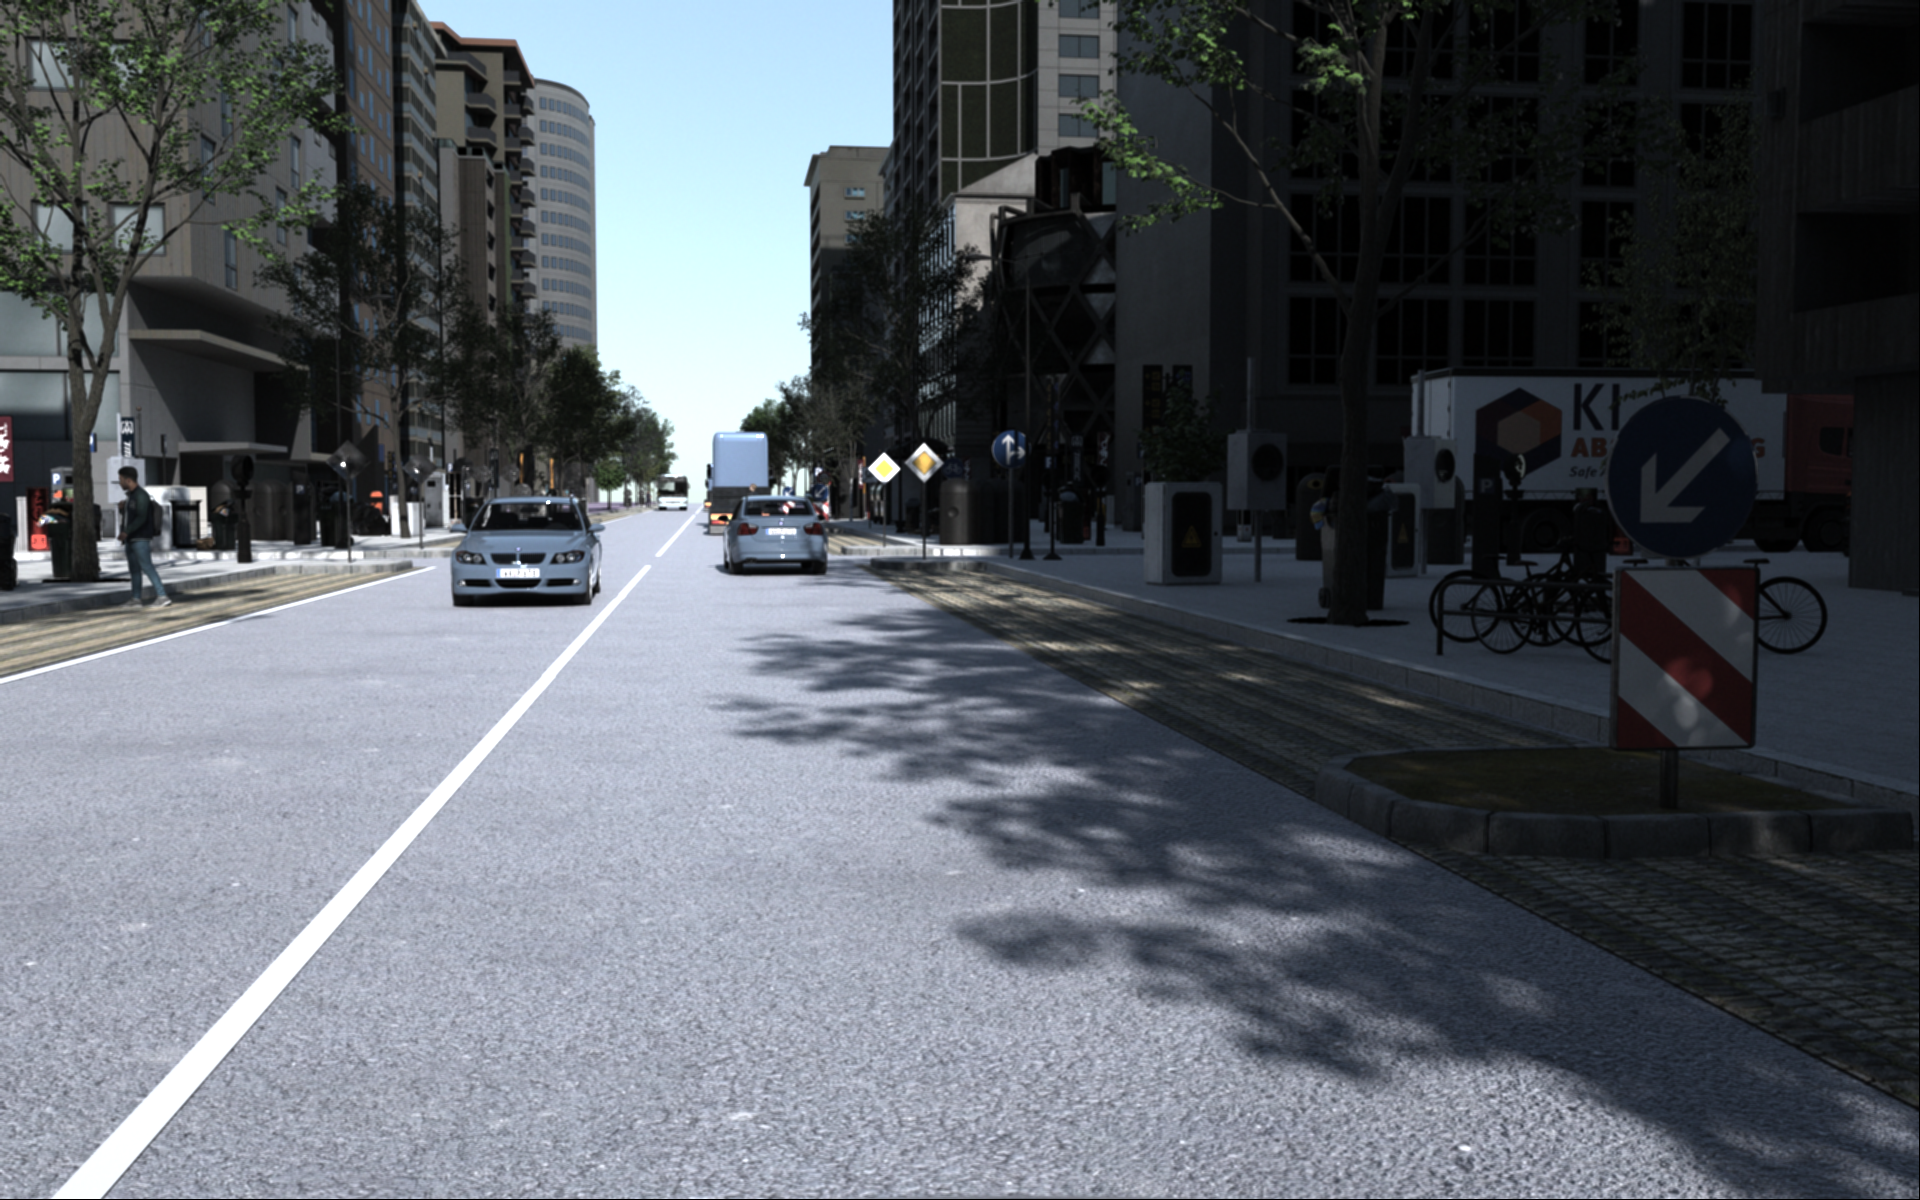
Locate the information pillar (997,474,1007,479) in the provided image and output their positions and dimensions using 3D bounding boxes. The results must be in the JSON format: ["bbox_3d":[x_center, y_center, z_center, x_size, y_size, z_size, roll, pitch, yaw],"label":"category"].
[{"bbox_3d":[1.568,-3.677,64.617,0.304,2.012,0.304,-1,4,-13],"label":"information pillar"}]

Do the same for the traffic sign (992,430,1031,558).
[{"bbox_3d":[1.025,-2.112,34.644,0.768,2.556,0.104,0,4,-3],"label":"traffic sign"}]

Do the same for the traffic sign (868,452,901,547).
[{"bbox_3d":[-1.824,-2.326,41.669,0.795,2.450,0.064,0,4,-8],"label":"traffic sign"}]

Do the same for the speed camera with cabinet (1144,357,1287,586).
[{"bbox_3d":[3.657,-1.859,24.723,2.038,3.252,0.660,-2,4,-23],"label":"speed camera with cabinet"}]

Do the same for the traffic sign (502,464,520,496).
[{"bbox_3d":[-19.016,-4.480,73.353,0.768,2.556,0.104,0,4,-4],"label":"traffic sign"}]

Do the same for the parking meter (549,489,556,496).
[{"bbox_3d":[-21.764,-5.140,92.449,0.372,1.533,0.369,0,3,0],"label":"parking meter"}]

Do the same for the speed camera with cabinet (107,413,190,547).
[{"bbox_3d":[-19.856,-2.939,42.387,2.038,3.252,0.660,1,4,19],"label":"speed camera with cabinet"}]

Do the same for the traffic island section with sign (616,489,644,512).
[{"bbox_3d":[-26.581,-7.970,138.929,1.989,1.847,2.006,0,4,-8],"label":"traffic island section with sign"}]

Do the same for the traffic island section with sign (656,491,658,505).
[{"bbox_3d":[-37.973,-12.870,219.056,1.989,1.847,2.006,0,4,-8],"label":"traffic island section with sign"}]

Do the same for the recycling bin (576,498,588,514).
[{"bbox_3d":[-24.546,-6.093,112.176,0.722,1.027,0.722,1,4,10],"label":"recycling bin"}]

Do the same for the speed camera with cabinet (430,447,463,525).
[{"bbox_3d":[-21.488,-4.766,72.258,2.038,3.252,0.660,3,5,42],"label":"speed camera with cabinet"}]

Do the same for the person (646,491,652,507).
[{"bbox_3d":[-31.885,-10.325,177.754,0.568,1.767,0.683,1,4,19],"label":"person"}]

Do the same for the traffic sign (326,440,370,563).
[{"bbox_3d":[-11.390,-1.751,32.270,0.795,2.450,0.064,0,4,-8],"label":"traffic sign"}]

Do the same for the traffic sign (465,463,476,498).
[{"bbox_3d":[-18.111,-3.872,63.421,0.768,2.556,0.104,0,4,2],"label":"traffic sign"}]

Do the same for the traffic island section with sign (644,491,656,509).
[{"bbox_3d":[-30.435,-9.625,165.988,1.989,1.847,2.006,0,4,-8],"label":"traffic island section with sign"}]

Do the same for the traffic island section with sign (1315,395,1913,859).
[{"bbox_3d":[2.695,0.055,7.728,1.989,1.847,2.006,0,4,-8],"label":"traffic island section with sign"}]

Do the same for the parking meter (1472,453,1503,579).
[{"bbox_3d":[7.523,-1.161,24.699,0.399,1.863,0.255,1,4,21],"label":"parking meter"}]

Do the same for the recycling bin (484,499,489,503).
[{"bbox_3d":[-23.482,-4.545,86.859,0.722,1.027,0.722,-3,5,-40],"label":"recycling bin"}]

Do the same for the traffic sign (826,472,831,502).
[{"bbox_3d":[-7.748,-6.149,100.634,0.768,2.556,0.104,0,4,-6],"label":"traffic sign"}]

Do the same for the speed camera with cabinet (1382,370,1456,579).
[{"bbox_3d":[6.982,-1.999,27.027,2.038,3.252,0.660,-3,5,-45],"label":"speed camera with cabinet"}]

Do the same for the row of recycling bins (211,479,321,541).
[{"bbox_3d":[-19.299,-2.497,47.940,3.534,1.692,1.069,2,4,24],"label":"row of recycling bins"}]

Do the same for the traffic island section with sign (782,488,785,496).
[{"bbox_3d":[-9.123,-5.036,90.962,1.989,1.847,2.006,0,4,-8],"label":"traffic island section with sign"}]

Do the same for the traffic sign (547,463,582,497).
[{"bbox_3d":[-25.891,-7.305,113.316,2.265,3.308,0.079,0,4,-3],"label":"traffic sign"}]

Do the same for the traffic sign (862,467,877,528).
[{"bbox_3d":[-3.370,-3.831,64.772,0.606,2.300,0.079,0,4,-1],"label":"traffic sign"}]

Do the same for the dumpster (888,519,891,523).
[{"bbox_3d":[-2.825,-4.570,77.219,1.502,2.255,1.985,0,4,-8],"label":"dumpster"}]

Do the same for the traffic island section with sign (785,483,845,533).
[{"bbox_3d":[-5.346,-3.403,64.271,1.989,1.847,2.006,0,4,-8],"label":"traffic island section with sign"}]

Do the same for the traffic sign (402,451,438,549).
[{"bbox_3d":[-12.514,-2.234,40.175,0.795,2.450,0.064,0,4,-8],"label":"traffic sign"}]

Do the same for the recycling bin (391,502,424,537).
[{"bbox_3d":[-16.655,-2.425,52.208,0.722,1.027,0.722,1,4,13],"label":"recycling bin"}]

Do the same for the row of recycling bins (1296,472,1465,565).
[{"bbox_3d":[7.916,-1.569,32.769,1.069,1.692,3.534,-3,5,-45],"label":"row of recycling bins"}]

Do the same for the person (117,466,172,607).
[{"bbox_3d":[-10.380,-0.796,21.855,0.623,1.781,0.721,3,4,38],"label":"person"}]

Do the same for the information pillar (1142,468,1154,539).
[{"bbox_3d":[5.323,-2.726,49.056,0.304,2.012,0.304,1,4,16],"label":"information pillar"}]

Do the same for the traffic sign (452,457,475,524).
[{"bbox_3d":[-17.281,-3.681,60.298,0.768,2.556,0.104,0,4,-3],"label":"traffic sign"}]

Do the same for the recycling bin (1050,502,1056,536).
[{"bbox_3d":[3.207,-2.459,52.753,0.722,1.027,0.722,-2,4,-30],"label":"recycling bin"}]

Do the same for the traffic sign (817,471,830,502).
[{"bbox_3d":[-7.507,-5.845,95.669,0.768,2.556,0.104,0,4,0],"label":"traffic sign"}]

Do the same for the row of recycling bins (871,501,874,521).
[{"bbox_3d":[-2.714,-4.732,84.475,3.534,1.692,1.069,-1,4,-20],"label":"row of recycling bins"}]

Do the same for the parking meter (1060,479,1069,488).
[{"bbox_3d":[4.207,-3.887,69.266,0.399,1.863,0.255,-3,5,-43],"label":"parking meter"}]

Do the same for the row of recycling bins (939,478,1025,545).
[{"bbox_3d":[0.662,-2.305,44.795,1.069,1.692,3.534,2,4,32],"label":"row of recycling bins"}]

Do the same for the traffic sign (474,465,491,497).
[{"bbox_3d":[-20.895,-4.630,75.802,0.768,2.556,0.104,0,4,-6],"label":"traffic sign"}]

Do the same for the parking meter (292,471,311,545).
[{"bbox_3d":[-16.567,-2.319,43.625,0.399,1.863,0.255,0,4,-4],"label":"parking meter"}]

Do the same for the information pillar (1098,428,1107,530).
[{"bbox_3d":[5.074,-4.316,61.919,0.183,3.616,0.504,-2,4,-25],"label":"information pillar"}]

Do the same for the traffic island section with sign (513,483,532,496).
[{"bbox_3d":[-15.677,-3.278,62.216,1.989,1.847,2.006,0,4,-8],"label":"traffic island section with sign"}]

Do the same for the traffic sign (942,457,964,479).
[{"bbox_3d":[-0.240,-3.668,60.078,0.768,2.556,0.104,0,4,1],"label":"traffic sign"}]

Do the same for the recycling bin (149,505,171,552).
[{"bbox_3d":[-18.116,-1.610,38.884,0.722,1.027,0.722,-2,4,-24],"label":"recycling bin"}]

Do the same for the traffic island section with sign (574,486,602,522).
[{"bbox_3d":[-19.515,-4.932,89.263,1.989,1.847,2.006,0,4,-8],"label":"traffic island section with sign"}]

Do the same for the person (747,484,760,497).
[{"bbox_3d":[-6.887,-3.016,58.231,0.534,1.772,0.576,1,4,18],"label":"person"}]

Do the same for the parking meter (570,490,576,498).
[{"bbox_3d":[-24.369,-6.157,109.085,0.372,1.533,0.369,0,3,0],"label":"parking meter"}]

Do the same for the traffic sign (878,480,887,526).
[{"bbox_3d":[-2.964,-4.226,69.093,0.884,2.594,0.081,0,4,-1],"label":"traffic sign"}]

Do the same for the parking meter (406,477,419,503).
[{"bbox_3d":[-18.409,-3.216,58.294,0.399,1.863,0.255,-3,4,-38],"label":"parking meter"}]
